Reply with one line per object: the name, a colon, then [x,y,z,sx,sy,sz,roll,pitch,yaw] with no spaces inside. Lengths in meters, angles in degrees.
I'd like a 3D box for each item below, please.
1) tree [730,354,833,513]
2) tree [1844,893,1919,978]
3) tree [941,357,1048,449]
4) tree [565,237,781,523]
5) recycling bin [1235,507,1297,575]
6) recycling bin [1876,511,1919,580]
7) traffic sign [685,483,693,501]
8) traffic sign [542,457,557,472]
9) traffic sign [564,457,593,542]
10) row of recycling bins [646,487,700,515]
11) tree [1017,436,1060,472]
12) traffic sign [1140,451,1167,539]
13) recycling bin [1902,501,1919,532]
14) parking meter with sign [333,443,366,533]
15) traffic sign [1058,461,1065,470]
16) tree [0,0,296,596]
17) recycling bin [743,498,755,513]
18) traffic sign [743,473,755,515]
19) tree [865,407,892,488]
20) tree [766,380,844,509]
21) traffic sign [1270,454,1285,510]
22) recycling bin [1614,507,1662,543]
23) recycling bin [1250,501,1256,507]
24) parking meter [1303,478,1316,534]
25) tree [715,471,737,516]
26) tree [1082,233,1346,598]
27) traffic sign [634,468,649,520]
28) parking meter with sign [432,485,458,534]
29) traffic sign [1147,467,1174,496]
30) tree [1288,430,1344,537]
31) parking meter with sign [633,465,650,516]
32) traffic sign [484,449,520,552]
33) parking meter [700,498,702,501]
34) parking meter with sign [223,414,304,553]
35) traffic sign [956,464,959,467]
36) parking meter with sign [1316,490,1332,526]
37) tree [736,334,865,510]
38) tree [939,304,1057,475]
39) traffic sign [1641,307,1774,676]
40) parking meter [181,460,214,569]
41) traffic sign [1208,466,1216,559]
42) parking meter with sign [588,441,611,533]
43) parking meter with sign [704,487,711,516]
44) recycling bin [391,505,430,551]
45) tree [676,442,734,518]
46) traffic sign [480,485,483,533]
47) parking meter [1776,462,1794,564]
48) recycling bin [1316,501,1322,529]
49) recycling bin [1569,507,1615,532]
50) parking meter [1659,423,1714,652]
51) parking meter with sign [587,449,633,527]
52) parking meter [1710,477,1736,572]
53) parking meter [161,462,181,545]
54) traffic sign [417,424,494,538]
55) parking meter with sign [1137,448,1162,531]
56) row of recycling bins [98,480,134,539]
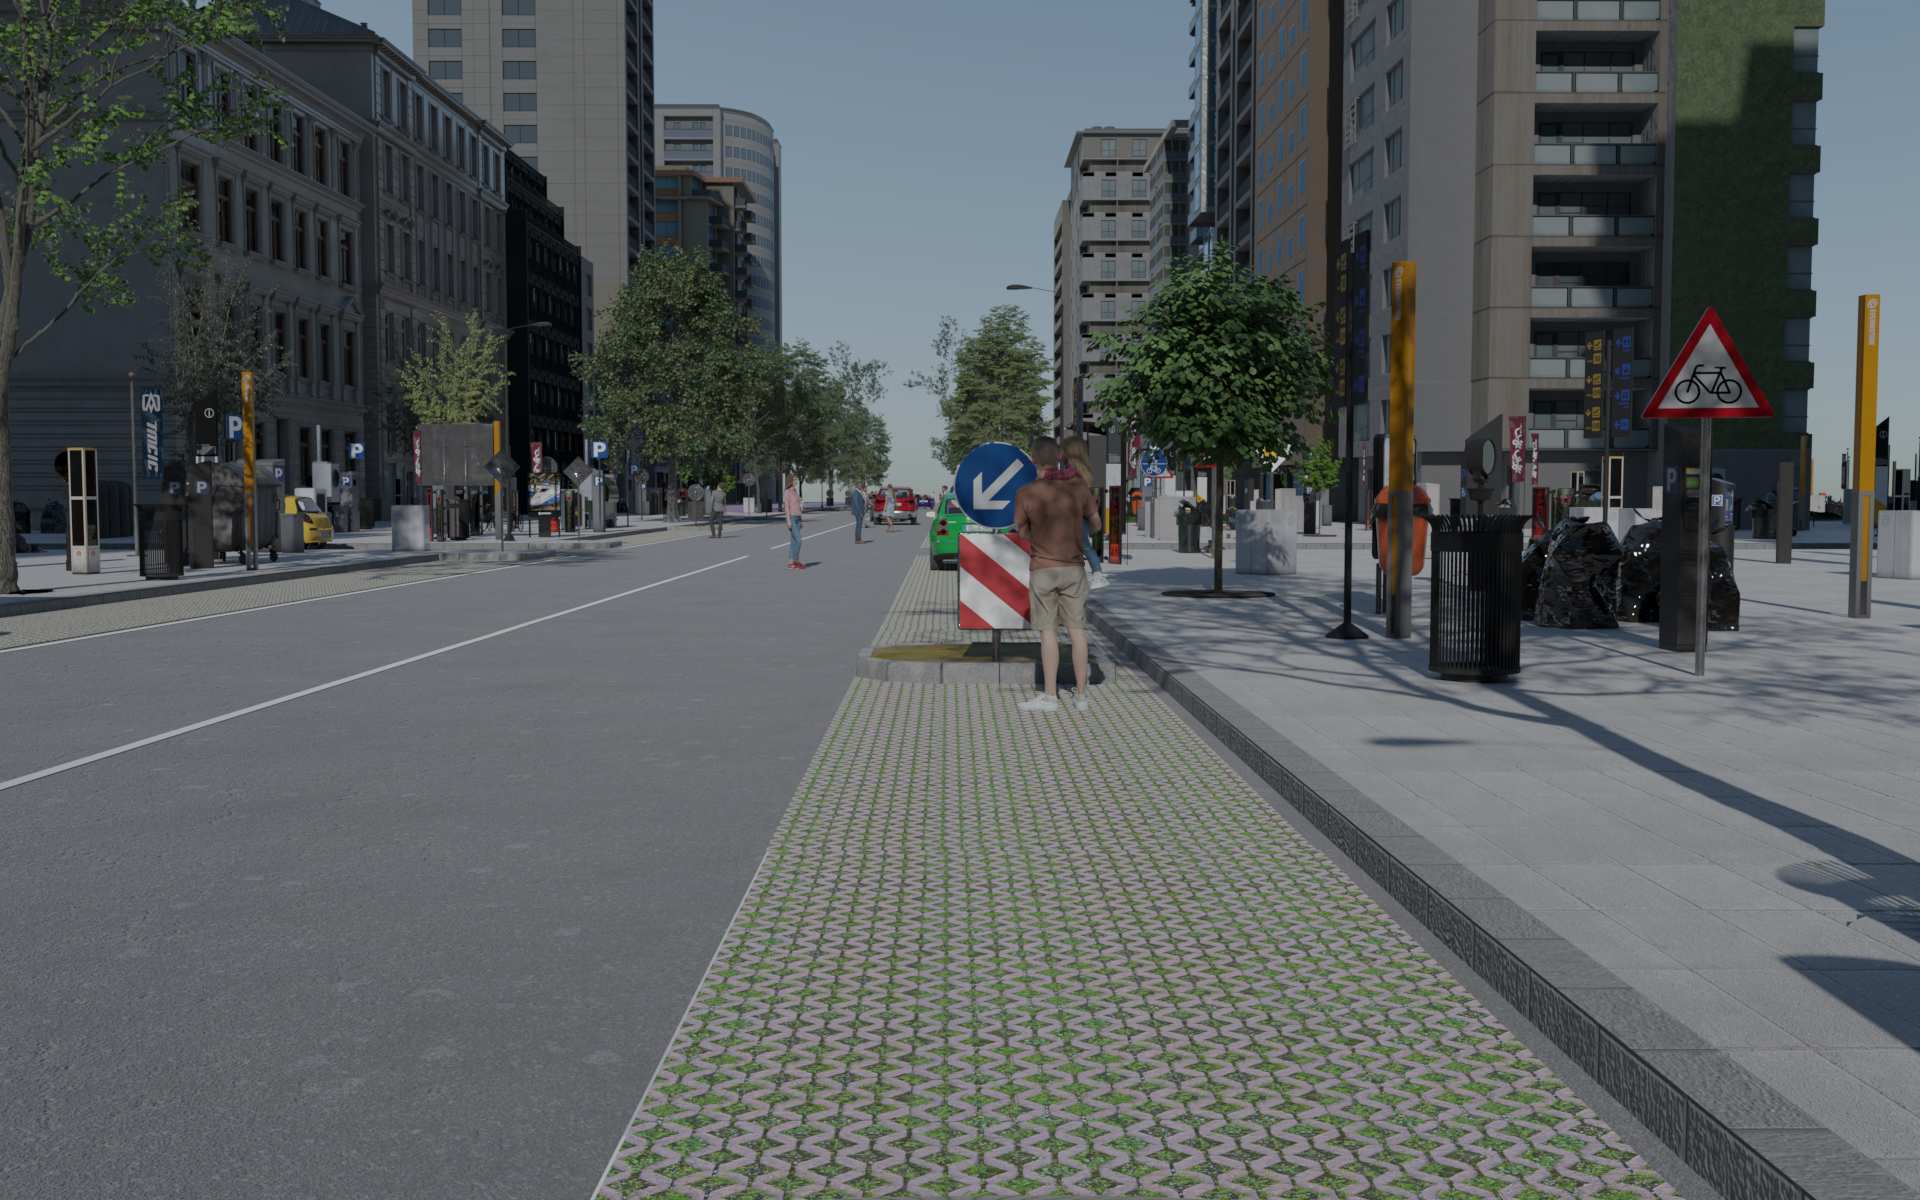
tree: [-13.598,-11.019,114.571,7.601,10.594,8.767,1,4,14]
tree: [2.987,-5.747,4.333,12.009,13.543,11.850,0,3,0]
tree: [2.437,-11.058,115.202,8.767,10.594,7.601,3,5,42]
tree: [-12.872,-9.814,77.465,9.611,12.733,9.660,0,3,0]
recycling bin: [4.910,-0.931,27.777,0.722,1.027,0.722,-3,5,-40]
recycling bin: [14.453,-0.838,26.249,0.722,1.027,0.722,-1,4,-15]
traffic sign: [-14.733,-5.827,95.278,0.884,2.594,0.081,0,4,7]
traffic sign: [-14.126,-3.610,59.133,0.768,2.556,0.104,0,4,2]
traffic sign: [-10.234,-2.620,46.479,0.795,2.450,0.064,0,4,0]
row of recycling bins: [-18.291,-6.389,111.578,3.534,1.692,1.069,-3,5,-39]
tree: [2.661,-3.848,57.522,1.663,3.219,1.824,0,3,0]
traffic sign: [5.568,-3.042,49.836,0.768,2.556,0.104,0,4,6]
recycling bin: [35.255,-3.121,63.576,0.722,1.027,0.722,0,4,-2]
parking meter with sign: [-20.562,-3.792,58.253,0.543,3.016,1.738,0,4,2]
traffic sign: [3.830,-3.997,65.458,0.768,2.556,0.104,0,4,1]
tree: [-12.191,-5.887,22.005,9.928,11.665,9.643,0,3,0]
recycling bin: [-14.000,-6.273,115.117,0.722,1.027,0.722,0,4,-1]
traffic sign: [-12.733,-6.381,104.436,0.768,2.556,0.104,0,4,3]
tree: [-14.510,-17.493,192.662,9.857,13.997,8.962,0,3,0]
tree: [-14.120,-13.951,153.857,9.928,11.665,9.643,0,3,0]
traffic sign: [5.259,-1.717,29.251,0.795,2.450,0.064,0,4,4]
recycling bin: [11.945,-1.076,30.146,0.722,1.027,0.722,0,4,-5]
recycling bin: [11.106,-3.127,63.679,0.722,1.027,0.722,2,4,26]
parking meter: [11.204,-3.046,55.513,0.399,1.863,0.255,1,4,22]
tree: [-13.793,-6.450,100.059,1.663,3.219,1.824,0,3,0]
tree: [3.333,-2.328,21.775,4.285,4.588,4.351,0,3,0]
traffic sign: [-15.607,-5.184,84.859,0.768,2.556,0.104,0,4,8]
parking meter with sign: [-16.726,-3.653,55.984,0.543,3.016,1.738,1,4,18]
traffic sign: [6.740,-3.563,58.257,0.884,2.594,0.081,0,4,8]
tree: [10.734,-3.529,52.293,1.663,3.219,1.824,0,3,0]
parking meter with sign: [-19.094,-6.556,103.445,0.543,3.016,1.738,-3,4,-38]
traffic sign: [-10.180,-2.132,38.494,0.795,2.450,0.064,0,4,0]
parking meter: [-15.796,-6.006,106.607,0.372,1.533,0.369,0,3,0]
parking meter with sign: [-15.199,-2.548,37.928,1.738,3.016,0.543,1,4,18]
traffic sign: [0.314,-2.135,38.544,0.795,2.450,0.064,0,4,0]
parking meter with sign: [14.637,-4.522,70.189,0.543,3.016,1.738,-1,4,-9]
tree: [-13.748,-14.215,139.077,9.857,13.997,8.962,0,3,0]
tree: [2.390,-11.366,103.962,7.486,12.596,7.792,0,3,0]
traffic sign: [5.216,-0.742,12.140,0.884,2.594,0.081,0,4,7]
parking meter: [-13.084,-1.473,29.788,0.399,1.863,0.255,-3,4,-39]
traffic sign: [5.024,-2.099,34.315,0.884,2.594,0.081,0,4,5]
parking meter with sign: [-12.120,-3.788,58.196,0.543,3.016,1.738,-1,4,-13]
parking meter with sign: [-15.117,-6.585,103.932,0.543,3.016,1.738,-1,4,-22]
recycling bin: [-12.382,-1.621,39.051,0.722,1.027,0.722,0,4,-7]
tree: [-13.761,-6.701,93.270,4.285,4.588,4.351,0,3,0]
traffic sign: [-15.330,-3.385,55.449,0.768,2.556,0.104,0,4,5]
parking meter: [15.218,-1.605,31.953,0.255,1.863,0.399,2,4,24]
recycling bin: [13.101,-3.187,64.659,0.722,1.027,0.722,1,4,23]
recycling bin: [12.089,-1.251,33.007,0.722,1.027,0.722,0,4,-4]
parking meter: [5.928,-0.516,14.143,0.255,1.863,0.399,0,4,-4]
parking meter with sign: [-13.742,-4.347,67.333,1.738,3.016,0.543,0,4,3]
parking meter: [11.329,-1.062,25.781,0.372,1.533,0.369,0,3,0]
parking meter: [-14.068,-1.547,31.005,0.399,1.863,0.255,-2,4,-25]
traffic sign: [-14.657,-3.451,50.302,2.265,3.308,0.079,0,4,6]
parking meter with sign: [6.687,-3.980,61.340,0.543,3.016,1.738,1,4,19]
row of recycling bins: [-25.250,-2.699,51.234,1.069,1.692,3.534,-1,4,-11]
